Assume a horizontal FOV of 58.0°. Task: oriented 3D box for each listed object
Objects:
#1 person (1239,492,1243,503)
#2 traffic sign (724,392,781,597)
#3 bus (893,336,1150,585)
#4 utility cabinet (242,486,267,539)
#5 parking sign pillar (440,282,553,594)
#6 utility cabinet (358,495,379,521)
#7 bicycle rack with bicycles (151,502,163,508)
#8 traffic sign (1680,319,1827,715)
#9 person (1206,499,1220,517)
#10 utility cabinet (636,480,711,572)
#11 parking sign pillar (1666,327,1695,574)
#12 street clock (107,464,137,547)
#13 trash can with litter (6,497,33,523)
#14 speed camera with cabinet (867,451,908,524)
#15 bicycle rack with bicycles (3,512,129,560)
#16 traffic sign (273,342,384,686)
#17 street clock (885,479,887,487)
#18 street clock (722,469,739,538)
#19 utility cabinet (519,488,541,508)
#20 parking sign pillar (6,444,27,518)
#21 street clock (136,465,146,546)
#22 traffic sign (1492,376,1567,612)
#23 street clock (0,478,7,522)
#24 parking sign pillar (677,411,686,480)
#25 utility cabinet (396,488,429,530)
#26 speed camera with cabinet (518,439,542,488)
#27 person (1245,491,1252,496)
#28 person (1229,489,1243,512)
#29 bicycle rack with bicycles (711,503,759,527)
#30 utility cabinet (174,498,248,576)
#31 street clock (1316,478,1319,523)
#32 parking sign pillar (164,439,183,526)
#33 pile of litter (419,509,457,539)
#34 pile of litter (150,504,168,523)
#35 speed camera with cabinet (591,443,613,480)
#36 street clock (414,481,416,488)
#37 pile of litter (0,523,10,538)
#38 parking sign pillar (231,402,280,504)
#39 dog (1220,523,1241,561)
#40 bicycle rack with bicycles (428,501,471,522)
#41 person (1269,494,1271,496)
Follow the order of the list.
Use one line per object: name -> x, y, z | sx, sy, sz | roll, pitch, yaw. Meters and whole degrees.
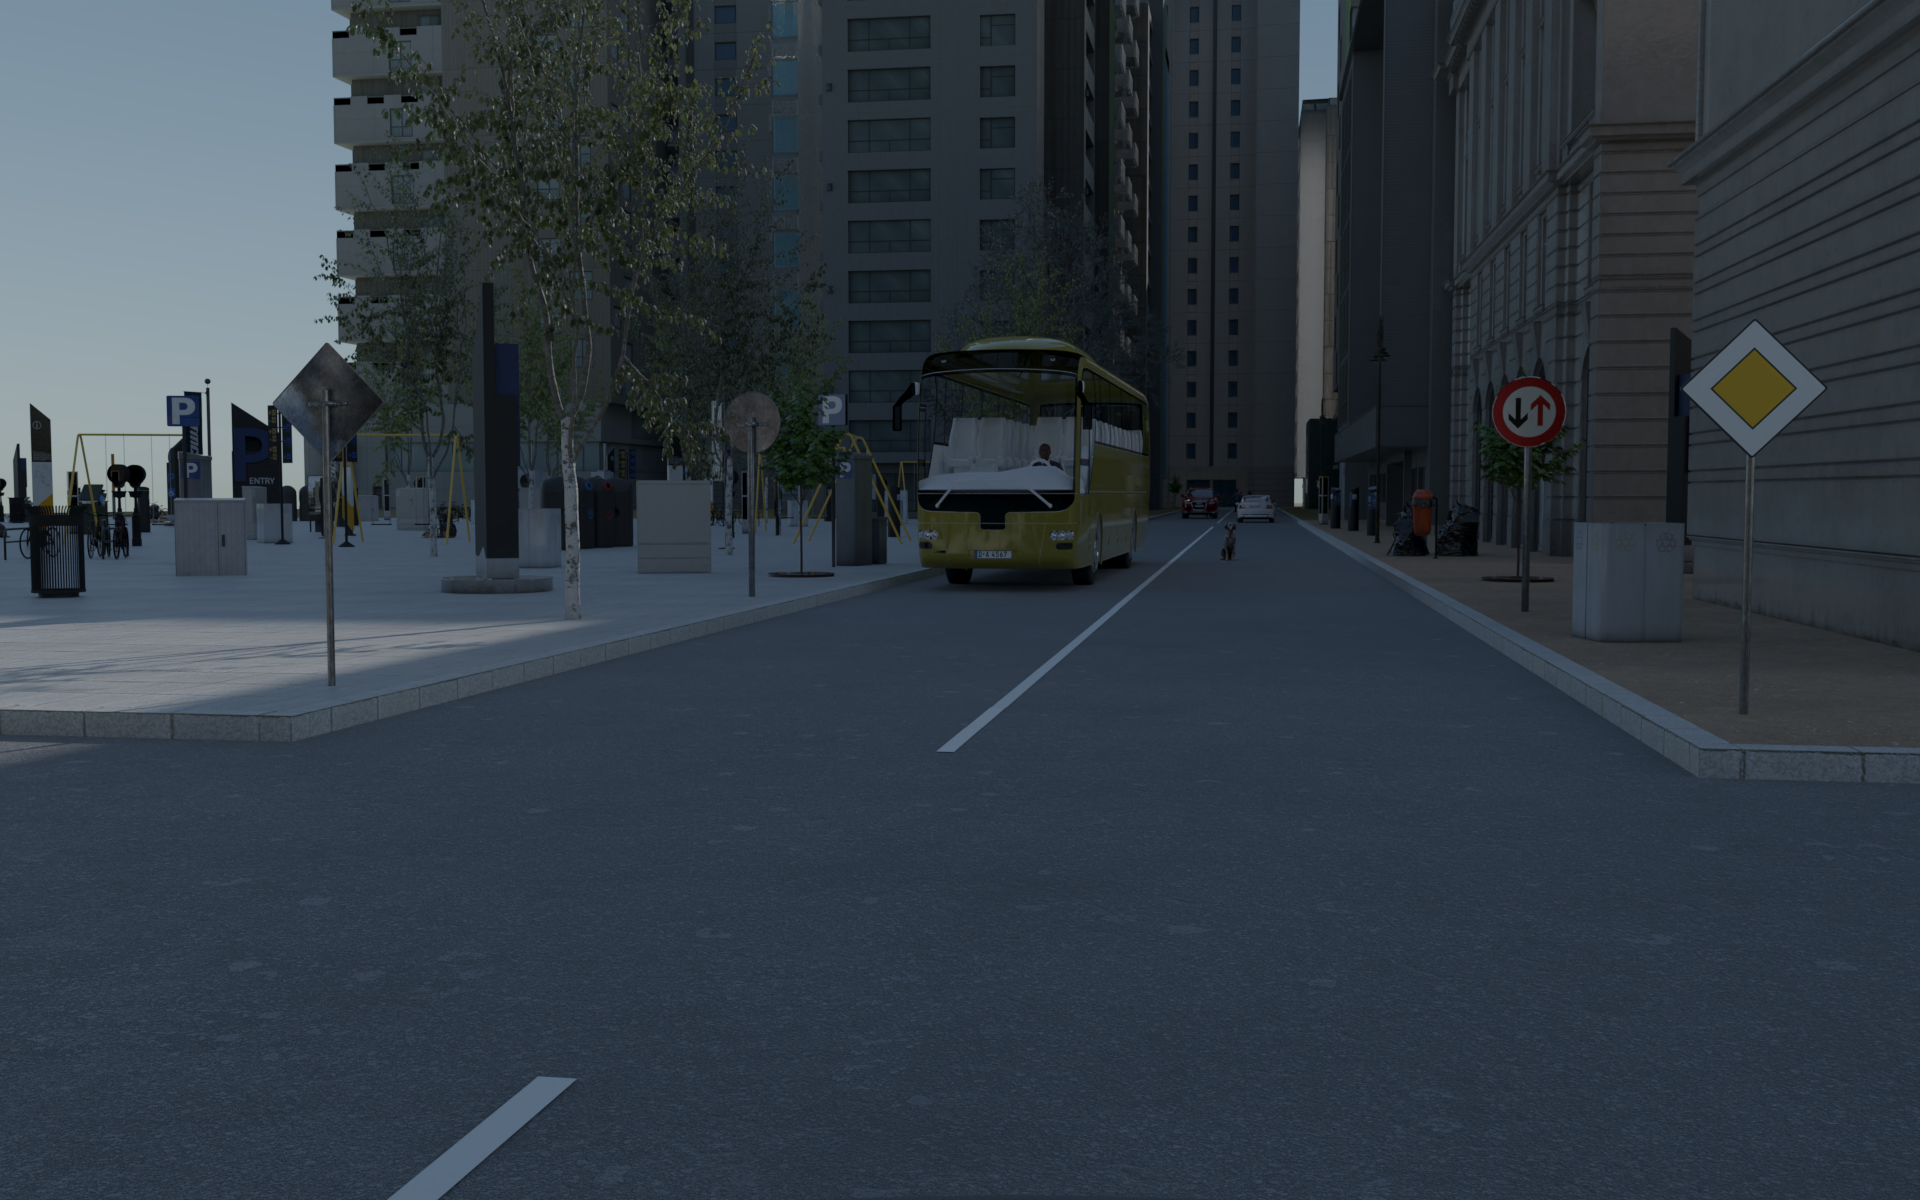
person -> 24.374, -8.562, 149.960 | 0.415, 1.643, 0.593 | -3, 5, -41
traffic sign -> -2.601, -1.314, 21.583 | 0.768, 2.556, 0.104 | 1, 4, 18
bus -> 1.596, -2.395, 30.701 | 2.896, 3.916, 12.252 | 1, 4, 11
utility cabinet -> -19.803, -2.447, 48.684 | 0.318, 1.500, 1.173 | 0, 4, -4
parking sign pillar -> -6.125, -2.100, 22.814 | 1.447, 3.967, 1.447 | -1, 4, -22
utility cabinet -> -27.944, -4.314, 81.703 | 0.306, 1.237, 1.020 | 3, 4, 38
bicycle rack with bicycles -> -37.249, -4.189, 81.864 | 2.852, 0.926, 2.925 | 0, 4, 7
traffic sign -> 4.566, -0.391, 10.035 | 0.795, 2.450, 0.064 | 1, 4, 10
person -> 15.485, -6.065, 107.677 | 1.348, 1.822, 0.705 | -1, 4, -16
utility cabinet -> -4.649, -1.190, 28.138 | 1.173, 1.500, 0.318 | -1, 4, -12
parking sign pillar -> 12.204, -2.429, 28.194 | 1.447, 3.967, 1.447 | -1, 4, -15
street clock -> -20.285, -2.277, 41.800 | 0.471, 2.002, 0.358 | 0, 4, 8
trash can with litter -> -42.218, -4.058, 77.737 | 1.055, 1.170, 0.624 | -3, 5, -42
speed camera with cabinet -> -3.299, -4.938, 75.066 | 2.038, 3.252, 0.660 | 0, 4, -4
bicycle rack with bicycles -> -17.743, -1.311, 34.815 | 2.852, 0.926, 2.925 | -1, 4, -10
traffic sign -> -4.202, -0.482, 11.528 | 0.795, 2.450, 0.064 | 1, 4, 10
street clock -> -3.765, -4.899, 84.670 | 0.358, 2.002, 0.471 | 2, 4, 30
street clock -> -6.687, -2.799, 50.327 | 0.471, 2.002, 0.358 | 2, 4, 27
utility cabinet -> -14.749, -3.104, 59.433 | 0.318, 1.500, 1.173 | 3, 4, 37
parking sign pillar -> -50.474, -6.393, 92.996 | 1.447, 3.967, 1.447 | -3, 4, -38
street clock -> -20.227, -2.320, 42.506 | 0.471, 2.002, 0.358 | -1, 4, -11
traffic sign -> 6.167, -1.145, 18.825 | 0.768, 2.556, 0.104 | 1, 4, 16
street clock -> -43.788, -4.556, 79.068 | 0.471, 2.002, 0.358 | -1, 4, -10
parking sign pillar -> -9.016, -4.088, 55.306 | 1.447, 3.967, 1.447 | -1, 4, -15
utility cabinet -> -19.249, -3.190, 60.842 | 1.173, 1.500, 0.318 | 1, 4, 22
speed camera with cabinet -> -16.000, -4.137, 61.977 | 2.038, 3.252, 0.660 | 1, 4, 14
person -> 22.378, -7.611, 134.408 | 0.593, 1.643, 0.415 | 1, 4, 9
person -> 21.981, -7.894, 137.558 | 1.348, 1.826, 0.705 | -1, 4, -18
bicycle rack with bicycles -> -9.530, -3.435, 69.546 | 2.925, 0.926, 2.852 | -3, 5, -43
utility cabinet -> -11.779, -0.983, 27.239 | 1.020, 1.237, 0.306 | -1, 4, -17
street clock -> 16.031, -4.417, 76.790 | 0.358, 2.002, 0.471 | -2, 4, -29
parking sign pillar -> -31.096, -4.940, 69.243 | 1.447, 3.967, 1.447 | 1, 4, 15
pile of litter -> -15.343, -2.254, 50.815 | 1.176, 0.858, 1.719 | 0, 4, 8
pile of litter -> -36.019, -3.891, 77.587 | 1.719, 0.858, 1.176 | -1, 4, -19
speed camera with cabinet -> -14.563, -4.503, 67.952 | 2.038, 3.252, 0.660 | 2, 4, 30
street clock -> -25.494, -4.718, 81.709 | 0.471, 2.002, 0.358 | 1, 4, 11
pile of litter -> -28.693, -2.245, 50.678 | 1.719, 0.858, 1.176 | -3, 5, -41
parking sign pillar -> -20.701, -3.821, 50.947 | 1.447, 3.967, 1.447 | -1, 4, -18
dog -> 5.913, -1.267, 37.559 | 0.513, 0.831, 0.800 | 3, 4, 39
bicycle rack with bicycles -> -26.461, -4.603, 88.641 | 2.925, 0.926, 2.852 | -3, 4, -38
person -> 22.971, -7.207, 129.564 | 0.421, 1.427, 0.697 | -2, 4, -35
